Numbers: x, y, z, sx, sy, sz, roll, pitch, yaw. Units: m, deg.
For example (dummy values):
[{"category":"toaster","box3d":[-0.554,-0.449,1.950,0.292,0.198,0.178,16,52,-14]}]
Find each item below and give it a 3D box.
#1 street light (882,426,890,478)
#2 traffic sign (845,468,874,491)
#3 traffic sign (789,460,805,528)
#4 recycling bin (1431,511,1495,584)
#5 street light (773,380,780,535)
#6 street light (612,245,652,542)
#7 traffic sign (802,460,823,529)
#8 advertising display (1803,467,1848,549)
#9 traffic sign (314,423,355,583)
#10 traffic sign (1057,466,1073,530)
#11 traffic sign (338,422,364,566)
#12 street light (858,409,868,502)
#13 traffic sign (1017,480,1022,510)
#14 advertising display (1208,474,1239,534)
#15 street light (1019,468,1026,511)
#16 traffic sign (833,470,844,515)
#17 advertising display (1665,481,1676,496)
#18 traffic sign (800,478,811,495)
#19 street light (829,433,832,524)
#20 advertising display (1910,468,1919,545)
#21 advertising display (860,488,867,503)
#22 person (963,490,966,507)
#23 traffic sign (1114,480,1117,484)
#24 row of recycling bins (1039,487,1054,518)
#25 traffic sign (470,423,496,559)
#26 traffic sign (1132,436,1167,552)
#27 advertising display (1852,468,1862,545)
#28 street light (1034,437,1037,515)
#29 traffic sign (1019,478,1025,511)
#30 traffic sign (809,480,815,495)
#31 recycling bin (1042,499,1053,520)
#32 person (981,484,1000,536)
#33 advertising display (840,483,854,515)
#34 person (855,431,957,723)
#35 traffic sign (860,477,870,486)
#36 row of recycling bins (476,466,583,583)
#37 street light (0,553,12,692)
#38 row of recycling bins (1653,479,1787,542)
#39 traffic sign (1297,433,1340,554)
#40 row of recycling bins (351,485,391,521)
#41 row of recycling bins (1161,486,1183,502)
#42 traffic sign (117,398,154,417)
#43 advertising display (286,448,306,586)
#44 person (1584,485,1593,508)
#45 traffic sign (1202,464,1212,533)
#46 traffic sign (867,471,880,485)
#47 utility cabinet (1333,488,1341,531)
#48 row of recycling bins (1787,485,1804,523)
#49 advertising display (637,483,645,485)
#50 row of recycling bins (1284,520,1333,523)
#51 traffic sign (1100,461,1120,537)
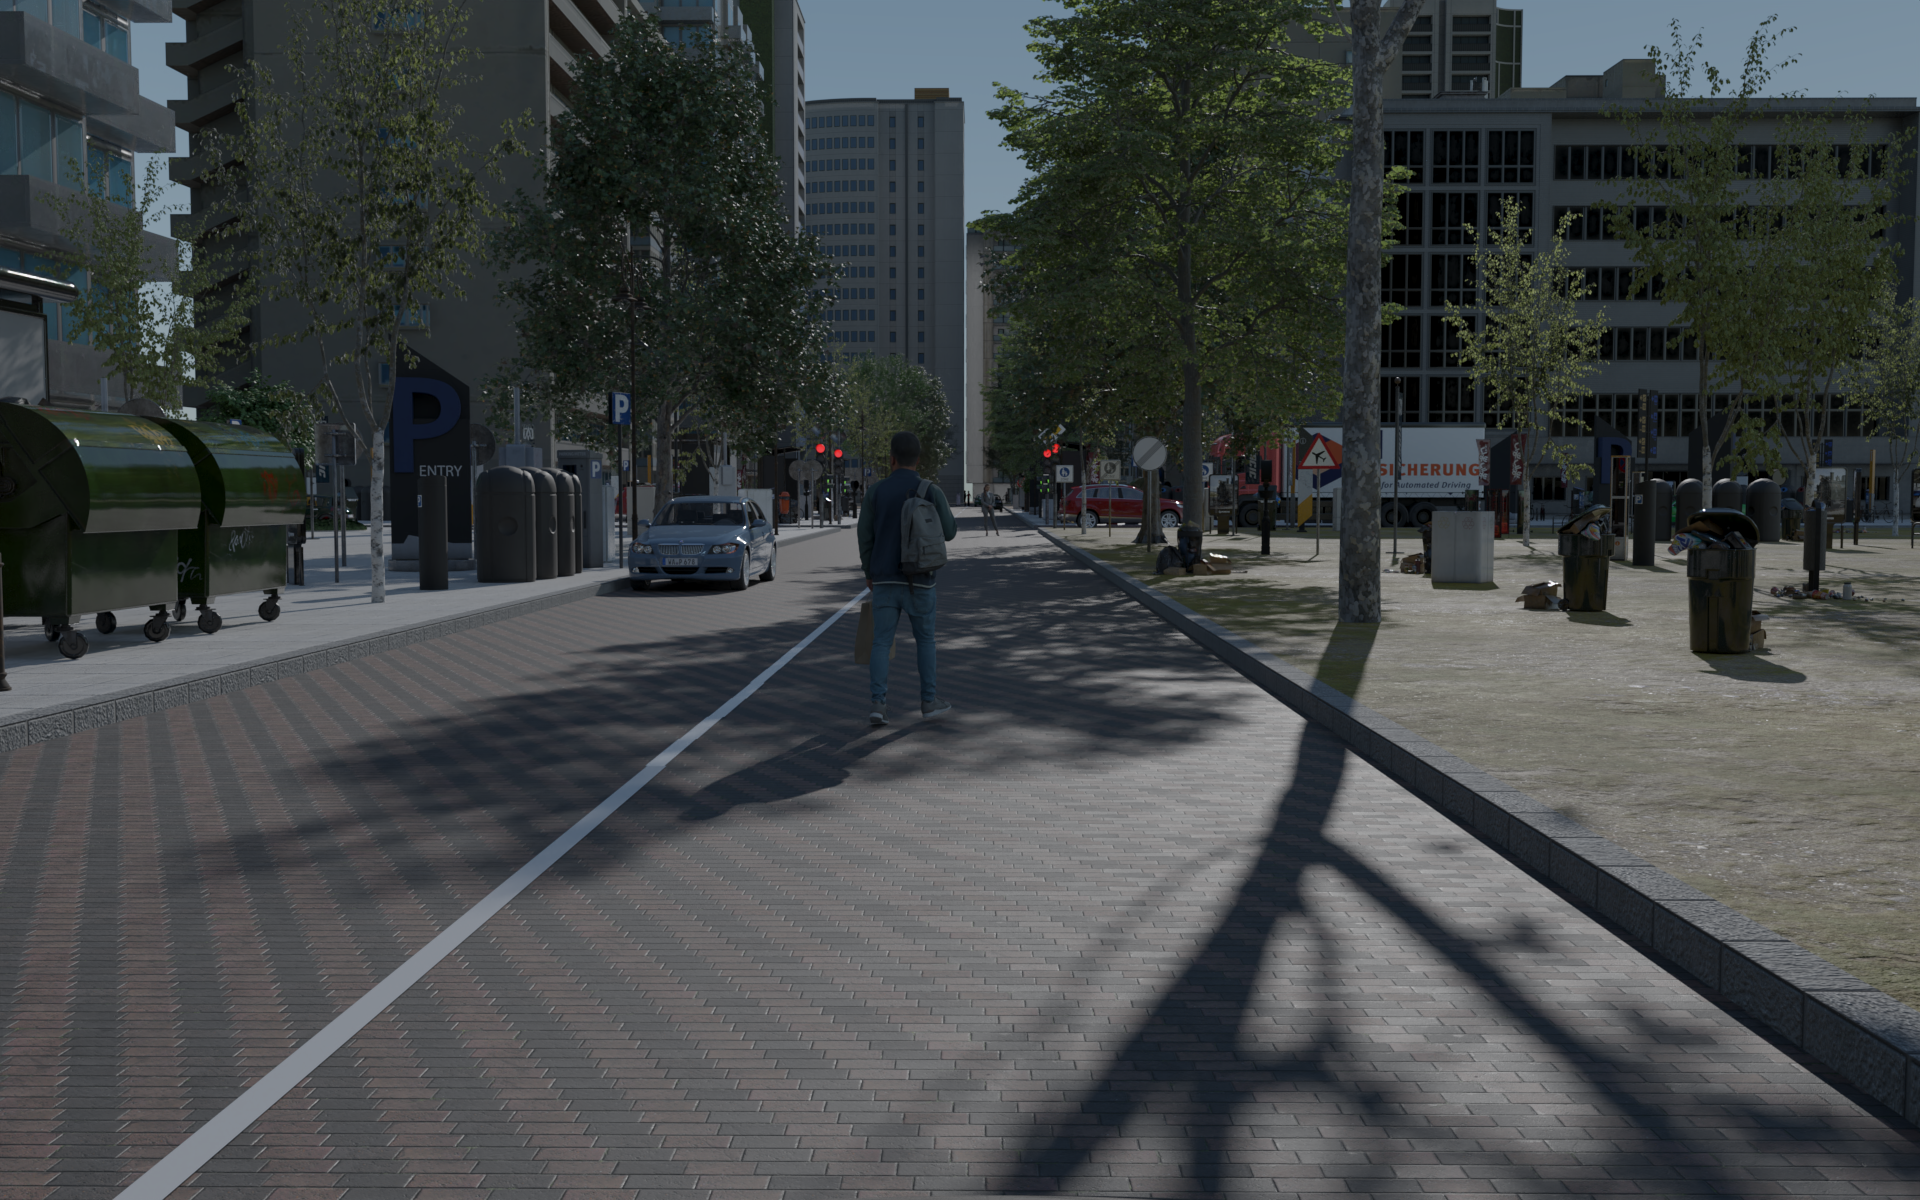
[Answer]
[{"category":"street light","box3d":[-4.954,-8.739,115.674,0.468,5.910,1.993,0,4,1]},{"category":"traffic sign","box3d":[-7.788,-8.544,133.570,2.265,3.308,0.079,0,4,2]},{"category":"traffic sign","box3d":[-6.023,-3.953,64.739,0.768,2.556,0.104,0,4,5]},{"category":"recycling bin","box3d":[7.333,-0.777,25.254,0.722,1.027,0.722,2,4,33]},{"category":"street light","box3d":[-5.715,-4.950,53.722,0.468,5.910,1.993,0,4,1]},{"category":"street light","box3d":[-6.110,-3.646,32.405,0.468,5.910,1.993,0,4,1]},{"category":"traffic sign","box3d":[-5.484,-3.925,64.278,0.768,2.556,0.104,0,4,6]},{"category":"advertising display","box3d":[20.356,-2.174,40.760,0.974,1.923,0.123,0,4,-2]},{"category":"traffic sign","box3d":[-9.016,-1.399,25.004,0.606,2.300,0.079,0,4,6]},{"category":"traffic sign","box3d":[3.719,-3.642,61.680,0.606,2.300,0.079,0,4,1]},{"category":"traffic sign","box3d":[-10.927,-1.868,30.652,0.768,2.556,0.104,0,4,5]},{"category":"street light","box3d":[-5.305,-7.443,94.488,0.468,5.910,1.993,0,4,1]},{"category":"traffic sign","box3d":[5.057,-8.640,141.363,0.768,2.556,0.104,0,4,4]},{"category":"advertising display","box3d":[8.482,-3.091,55.752,0.974,1.923,0.123,0,4,-4]},{"category":"street light","box3d":[4.766,-9.390,126.316,0.468,5.910,1.993,0,4,1]},{"category":"traffic sign","box3d":[-6.351,-5.444,89.109,0.768,2.556,0.104,0,4,5]},{"category":"advertising display","box3d":[34.031,-4.784,83.426,0.123,1.923,0.974,-1,4,-23]},{"category":"traffic sign","box3d":[-8.670,-5.886,96.335,0.768,2.556,0.104,0,4,7]},{"category":"street light","box3d":[-5.480,-6.133,73.065,0.468,5.910,1.993,0,4,1]},{"category":"advertising display","box3d":[24.330,-2.332,43.334,0.974,1.923,0.123,1,4,14]},{"category":"advertising display","box3d":[-6.982,-7.620,129.793,0.974,1.923,0.123,0,4,-1]},{"category":"person","box3d":[0.528,-11.616,198.058,0.705,1.869,1.348,0,4,1]},{"category":"traffic sign","box3d":[9.323,-6.547,107.154,0.768,2.556,0.104,1,4,10]},{"category":"row of recycling bins","box3d":[4.846,-5.327,94.208,1.069,1.692,3.534,0,4,6]},{"category":"traffic sign","box3d":[-8.748,-1.905,31.246,0.768,2.556,0.104,0,4,1]},{"category":"traffic sign","box3d":[4.182,-2.332,38.240,0.768,2.556,0.104,1,4,9]},{"category":"advertising display","box3d":[22.627,-2.355,43.717,0.123,1.923,0.974,2,4,23]},{"category":"street light","box3d":[4.552,-8.080,104.901,0.468,5.910,1.993,0,4,1]},{"category":"traffic sign","box3d":[4.816,-7.878,128.814,0.884,2.594,0.081,0,4,8]},{"category":"traffic sign","box3d":[-8.542,-5.906,98.684,0.606,2.300,0.079,0,4,2]},{"category":"recycling bin","box3d":[4.432,-4.460,85.471,0.722,1.027,0.722,0,4,-3]},{"category":"person","box3d":[1.031,-3.080,59.135,0.520,1.790,0.573,-3,5,-39]},{"category":"advertising display","box3d":[-6.488,-5.717,98.683,0.974,1.923,0.123,1,4,14]},{"category":"person","box3d":[-0.392,-0.144,10.844,0.794,1.824,0.713,2,4,25]},{"category":"traffic sign","box3d":[-7.000,-7.815,127.880,0.768,2.556,0.104,0,4,3]},{"category":"row of recycling bins","box3d":[-6.550,-1.196,26.665,1.069,1.692,3.534,0,4,2]},{"category":"street light","box3d":[-6.285,-2.344,11.114,0.468,5.910,1.993,0,4,1]},{"category":"row of recycling bins","box3d":[20.440,-2.453,47.213,3.534,1.692,1.069,1,4,16]},{"category":"traffic sign","box3d":[7.595,-2.245,36.709,0.884,2.594,0.081,1,4,9]},{"category":"row of recycling bins","box3d":[-28.713,-4.689,83.786,3.534,1.692,1.069,2,4,33]},{"category":"row of recycling bins","box3d":[10.684,-5.000,88.866,3.534,1.692,1.069,3,5,44]},{"category":"traffic sign","box3d":[-10.890,-1.402,23.031,0.768,2.556,0.104,0,4,7]},{"category":"advertising display","box3d":[-9.428,-1.180,24.514,0.123,1.923,0.974,-2,4,-33]},{"category":"person","box3d":[24.548,-3.579,67.008,0.794,1.824,0.713,-3,4,-38]},{"category":"traffic sign","box3d":[7.983,-3.346,56.837,0.606,2.300,0.079,1,4,10]},{"category":"traffic sign","box3d":[-4.906,-6.063,99.137,0.884,2.594,0.081,1,4,10]},{"category":"utility cabinet","box3d":[13.469,-3.127,59.804,1.173,1.500,0.318,-1,4,-15]},{"category":"row of recycling bins","box3d":[37.018,-4.257,76.721,1.069,1.692,3.534,-3,4,-37]},{"category":"advertising display","box3d":[-18.651,-5.867,101.132,0.974,1.923,0.123,3,4,37]},{"category":"row of recycling bins","box3d":[15.962,-4.226,76.201,3.534,1.692,1.069,2,4,31]},{"category":"traffic sign","box3d":[4.493,-3.043,51.875,0.606,2.300,0.079,1,4,9]}]
